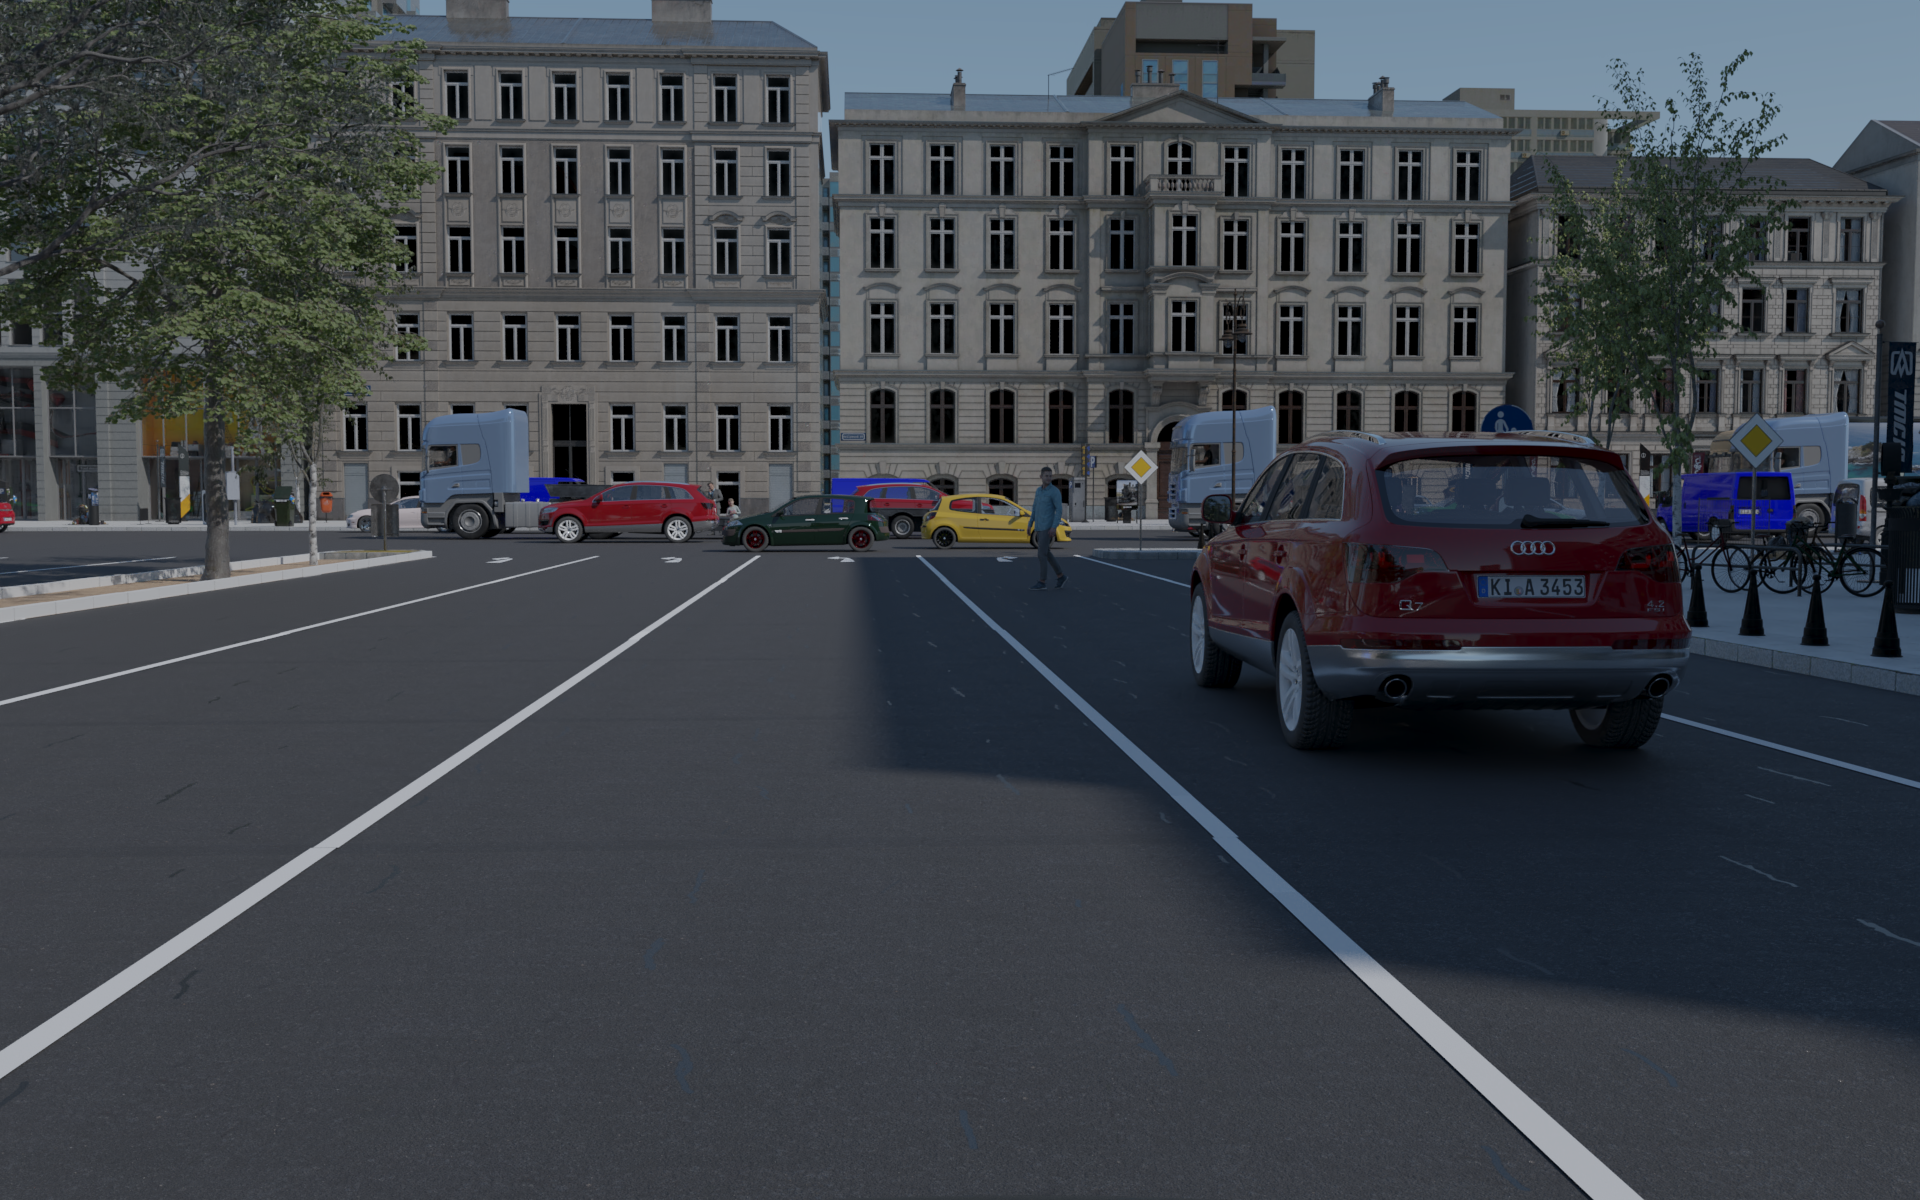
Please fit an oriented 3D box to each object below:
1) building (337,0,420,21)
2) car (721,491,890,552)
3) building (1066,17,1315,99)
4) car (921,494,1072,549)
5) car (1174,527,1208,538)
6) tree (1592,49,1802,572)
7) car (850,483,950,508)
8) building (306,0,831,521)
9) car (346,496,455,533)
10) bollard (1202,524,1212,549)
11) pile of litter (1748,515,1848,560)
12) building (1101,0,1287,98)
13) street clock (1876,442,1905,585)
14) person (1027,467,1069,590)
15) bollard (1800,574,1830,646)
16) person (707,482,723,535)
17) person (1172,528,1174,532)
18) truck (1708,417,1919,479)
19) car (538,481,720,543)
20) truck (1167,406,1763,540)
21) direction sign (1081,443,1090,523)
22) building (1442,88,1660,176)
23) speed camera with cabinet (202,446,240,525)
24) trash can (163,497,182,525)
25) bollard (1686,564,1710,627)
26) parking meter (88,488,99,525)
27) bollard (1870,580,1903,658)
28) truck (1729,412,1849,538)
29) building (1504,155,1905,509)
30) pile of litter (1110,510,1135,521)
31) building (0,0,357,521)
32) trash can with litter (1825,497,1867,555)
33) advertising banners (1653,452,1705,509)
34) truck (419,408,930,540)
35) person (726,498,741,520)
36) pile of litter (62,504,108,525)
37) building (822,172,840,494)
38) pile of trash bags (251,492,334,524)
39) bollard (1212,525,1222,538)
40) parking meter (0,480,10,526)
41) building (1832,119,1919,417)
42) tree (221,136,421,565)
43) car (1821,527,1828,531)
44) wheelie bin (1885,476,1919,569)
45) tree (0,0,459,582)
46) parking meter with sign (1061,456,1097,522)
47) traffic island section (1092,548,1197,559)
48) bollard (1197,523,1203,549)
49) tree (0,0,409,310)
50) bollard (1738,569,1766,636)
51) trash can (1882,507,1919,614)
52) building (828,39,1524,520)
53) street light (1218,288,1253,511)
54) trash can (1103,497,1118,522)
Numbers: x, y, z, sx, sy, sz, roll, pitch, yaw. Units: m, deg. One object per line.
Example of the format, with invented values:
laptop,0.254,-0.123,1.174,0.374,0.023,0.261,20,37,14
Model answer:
building,-57.795,-32.143,145.153,23.786,49.044,30.456,0,4,-4
car,-3.864,-2.055,43.384,4.222,1.686,2.009,0,4,-4
building,22.546,-33.694,174.606,21.300,48.544,21.600,0,4,-4
car,0.955,-2.168,45.673,3.980,1.641,2.015,0,4,-2
car,9.345,-2.971,57.613,4.494,1.783,2.155,0,4,-5
tree,11.564,-4.768,28.313,4.737,8.622,4.395,0,3,0
car,-1.420,-3.098,59.333,5.304,1.827,2.281,0,4,-5
building,-19.235,-17.822,88.648,25.104,27.353,12.463,0,4,-4
car,-20.584,-3.229,65.160,4.827,1.381,2.083,0,4,-4
bollard,5.705,-1.427,39.374,0.229,0.601,0.229,0,3,0
pile of litter,16.522,-1.234,34.144,1.176,0.858,1.719,-3,5,-44
building,20.573,-30.983,156.679,14.600,45.320,14.200,0,4,-4
street clock,13.065,-1.210,24.352,0.358,2.002,0.471,2,4,24
person,1.352,-1.077,25.974,0.748,1.841,0.638,-2,4,-24
bollard,7.260,0.083,14.691,0.229,0.601,0.229,0,3,0
person,-8.517,-3.164,60.040,0.655,1.846,0.447,1,4,22
person,8.232,-3.171,65.365,0.505,1.210,0.382,1,4,18
truck,32.830,-4.583,63.852,11.283,4.237,2.839,0,4,-2
car,-9.819,-2.614,51.405,5.304,1.827,2.281,0,4,-5
truck,15.242,-3.920,53.850,18.799,4.110,2.967,0,4,-2
direction sign,5.630,-5.241,77.684,0.379,3.537,0.876,2,4,27
building,50.434,-29.353,171.802,23.993,40.220,32.217,0,4,-4
speed camera with cabinet,-30.621,-4.731,71.693,2.038,3.252,0.660,3,4,39
trash can,-33.183,-3.755,73.040,0.748,1.137,0.748,0,3,0
bollard,7.131,-0.043,16.746,0.229,0.601,0.229,0,3,0
parking meter,-35.492,-3.825,70.948,0.372,1.533,0.369,0,3,0
bollard,7.321,0.145,13.666,0.229,0.601,0.229,0,3,0
truck,34.603,-4.187,58.224,18.799,4.110,2.967,0,4,-5
building,37.591,-13.916,92.154,19.286,19.102,10.561,0,4,-4
pile of litter,7.798,-4.233,83.176,1.176,0.858,1.719,-1,4,-22
building,-46.607,-18.894,86.405,29.804,29.767,11.434,0,4,-4
trash can with litter,18.565,-1.591,37.078,2.233,1.210,1.678,-1,4,-17
advertising banners,30.115,-4.671,72.562,2.074,3.025,0.090,3,5,41
truck,-8.307,-4.023,55.533,18.799,4.110,2.967,0,4,-2
person,-6.804,-2.407,52.127,0.425,1.301,0.394,-1,4,-20
pile of litter,-36.614,-3.580,72.502,1.719,0.858,1.176,0,4,5
building,-6.225,-38.848,254.780,30.456,49.044,23.786,0,4,-4
pile of trash bags,-29.470,-4.080,76.456,3.447,1.369,1.912,-1,4,-23
bollard,5.773,-1.364,38.350,0.229,0.601,0.229,0,3,0
parking meter,-38.674,-3.937,70.087,0.399,1.863,0.255,0,4,3
building,56.578,-14.881,92.452,18.267,20.994,9.793,0,4,-4
tree,-12.988,-5.007,34.690,4.360,8.622,3.978,0,3,0
car,35.412,-3.405,67.472,4.920,1.459,2.131,0,4,-4
wheelie bin,16.507,-1.352,30.007,0.693,1.594,0.980,-3,4,-37
tree,-12.140,-6.572,28.035,7.486,12.596,7.792,0,3,0
parking meter with sign,5.313,-5.046,78.757,1.738,3.016,0.543,-1,4,-20
traffic island section,4.129,-1.048,39.420,2.009,0.180,2.903,0,4,-4
bollard,5.640,-1.490,40.399,0.229,0.601,0.229,0,3,0
tree,-11.440,-6.445,18.201,12.009,13.543,11.850,0,3,0
bollard,7.193,0.020,15.715,0.229,0.601,0.229,0,3,0
trash can,10.322,-0.427,18.628,0.748,1.137,0.748,0,3,0
building,10.556,-16.669,91.622,34.723,24.649,14.460,0,4,-4
street light,6.183,-4.054,39.070,0.468,5.910,1.993,0,4,-4
trash can,6.993,-4.187,80.109,0.748,1.137,0.748,0,3,0
